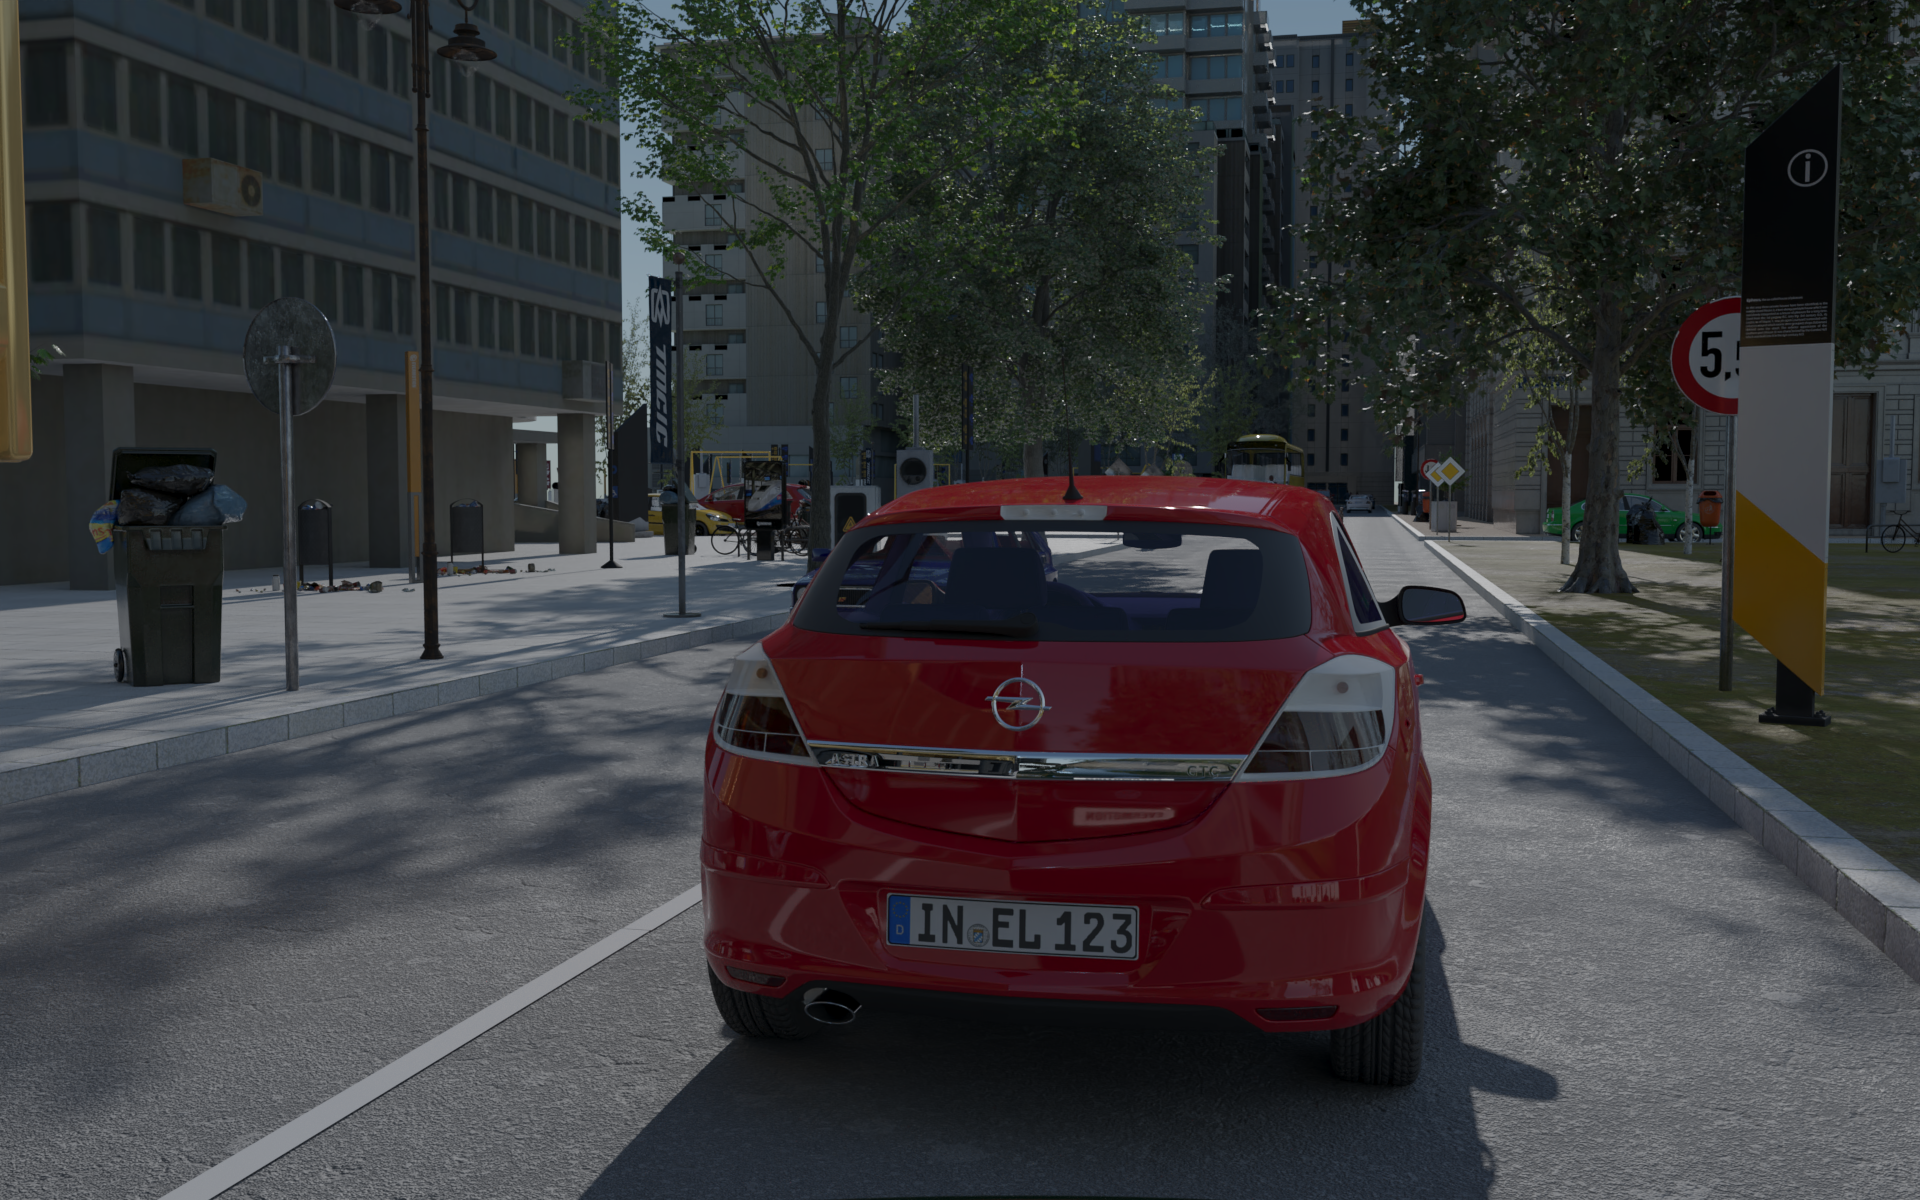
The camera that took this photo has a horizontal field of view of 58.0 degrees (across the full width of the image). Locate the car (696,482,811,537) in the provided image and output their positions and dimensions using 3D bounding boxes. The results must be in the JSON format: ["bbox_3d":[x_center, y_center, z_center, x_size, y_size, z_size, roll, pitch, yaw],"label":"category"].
[{"bbox_3d":[-7.065,-2.910,56.250,5.304,1.827,2.281,1,4,12],"label":"car"}]

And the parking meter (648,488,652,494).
[{"bbox_3d":[-12.242,-3.639,67.914,0.372,1.533,0.369,0,3,0],"label":"parking meter"}]

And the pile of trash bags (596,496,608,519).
[{"bbox_3d":[-17.652,-4.664,86.013,3.447,1.369,1.912,-2,4,-26],"label":"pile of trash bags"}]

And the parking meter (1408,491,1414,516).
[{"bbox_3d":[27.108,-5.809,103.385,0.372,1.533,0.369,0,3,0],"label":"parking meter"}]

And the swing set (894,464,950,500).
[{"bbox_3d":[-2.083,-5.668,90.294,3.119,2.851,2.862,0,4,-1],"label":"swing set"}]

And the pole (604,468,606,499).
[{"bbox_3d":[-27.585,-8.607,134.573,0.158,3.312,0.155,0,3,0],"label":"pole"}]

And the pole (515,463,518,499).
[{"bbox_3d":[-25.663,-6.510,100.276,0.158,3.312,0.155,0,3,0],"label":"pole"}]

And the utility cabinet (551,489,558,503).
[{"bbox_3d":[-17.731,-4.125,76.124,0.318,1.500,1.173,-1,4,-18],"label":"utility cabinet"}]

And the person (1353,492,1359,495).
[{"bbox_3d":[40.497,-10.218,177.034,0.593,1.643,0.415,1,4,13],"label":"person"}]

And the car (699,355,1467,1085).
[{"bbox_3d":[0.609,0.197,5.825,2.155,1.783,4.494,1,4,13],"label":"car"}]

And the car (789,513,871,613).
[{"bbox_3d":[-0.225,-0.171,15.378,1.945,1.354,3.894,1,4,13],"label":"car"}]

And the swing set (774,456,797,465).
[{"bbox_3d":[-8.858,-4.527,71.644,3.119,2.851,2.862,1,4,16],"label":"swing set"}]

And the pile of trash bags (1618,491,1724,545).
[{"bbox_3d":[17.714,-2.121,44.433,3.447,1.369,1.912,2,4,28],"label":"pile of trash bags"}]

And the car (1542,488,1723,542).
[{"bbox_3d":[18.792,-2.426,48.454,4.718,1.807,1.959,1,4,13],"label":"car"}]

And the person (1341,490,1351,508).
[{"bbox_3d":[40.299,-10.503,180.203,1.348,1.826,0.705,-1,4,-15],"label":"person"}]

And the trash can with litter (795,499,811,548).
[{"bbox_3d":[-3.330,-1.810,40.983,1.055,1.170,0.624,-1,4,-18],"label":"trash can with litter"}]

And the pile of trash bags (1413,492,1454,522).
[{"bbox_3d":[21.703,-4.264,79.475,1.912,1.369,3.447,2,4,24],"label":"pile of trash bags"}]

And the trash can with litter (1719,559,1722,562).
[{"bbox_3d":[14.048,-1.182,30.710,1.055,1.170,0.624,3,5,40],"label":"trash can with litter"}]

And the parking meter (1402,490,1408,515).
[{"bbox_3d":[27.677,-6.067,107.609,0.372,1.533,0.369,0,3,0],"label":"parking meter"}]

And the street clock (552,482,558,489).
[{"bbox_3d":[-24.400,-6.121,104.645,0.471,2.002,0.358,-2,4,-26],"label":"street clock"}]

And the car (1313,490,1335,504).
[{"bbox_3d":[30.309,-8.368,145.495,2.281,1.827,5.304,1,4,13],"label":"car"}]

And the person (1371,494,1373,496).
[{"bbox_3d":[40.783,-9.812,172.163,0.421,1.427,0.697,-2,4,-31],"label":"person"}]

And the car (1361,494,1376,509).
[{"bbox_3d":[38.370,-9.300,164.064,2.014,1.417,4.499,1,4,11],"label":"car"}]

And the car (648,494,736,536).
[{"bbox_3d":[-9.013,-2.702,54.400,3.980,1.641,2.015,1,4,15],"label":"car"}]

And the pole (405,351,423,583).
[{"bbox_3d":[-7.841,-1.897,24.867,0.158,3.312,0.155,0,3,0],"label":"pole"}]

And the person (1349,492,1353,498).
[{"bbox_3d":[43.467,-11.160,192.430,0.415,1.643,0.593,-3,4,-37],"label":"person"}]

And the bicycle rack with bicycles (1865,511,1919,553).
[{"bbox_3d":[21.149,-1.460,37.257,2.925,0.926,2.852,-1,4,-20],"label":"bicycle rack with bicycles"}]

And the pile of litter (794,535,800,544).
[{"bbox_3d":[-3.911,-1.893,44.916,1.176,0.858,1.719,1,4,16],"label":"pile of litter"}]

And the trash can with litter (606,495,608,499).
[{"bbox_3d":[-28.439,-7.928,140.677,2.233,1.210,1.678,3,5,43],"label":"trash can with litter"}]

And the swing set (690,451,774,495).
[{"bbox_3d":[-8.490,-4.015,63.269,3.119,2.851,2.862,0,4,-5],"label":"swing set"}]

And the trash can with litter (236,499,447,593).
[{"bbox_3d":[-8.277,-0.722,22.860,2.233,1.210,1.678,1,4,22],"label":"trash can with litter"}]

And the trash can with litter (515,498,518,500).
[{"bbox_3d":[-16.612,-3.209,63.851,1.055,1.170,0.624,-2,4,-30],"label":"trash can with litter"}]

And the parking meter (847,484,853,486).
[{"bbox_3d":[-6.255,-5.657,98.200,0.399,1.863,0.255,-1,4,-14],"label":"parking meter"}]

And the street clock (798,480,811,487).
[{"bbox_3d":[-7.908,-5.059,87.284,0.471,2.002,0.358,1,4,11],"label":"street clock"}]

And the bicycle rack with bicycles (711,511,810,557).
[{"bbox_3d":[-3.776,-1.399,36.260,2.925,0.926,2.852,0,4,2],"label":"bicycle rack with bicycles"}]

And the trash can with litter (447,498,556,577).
[{"bbox_3d":[-7.551,-1.037,28.005,2.233,1.210,1.678,-2,4,-33],"label":"trash can with litter"}]

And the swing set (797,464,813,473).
[{"bbox_3d":[-8.611,-5.681,90.507,3.119,2.851,2.862,0,4,-6],"label":"swing set"}]

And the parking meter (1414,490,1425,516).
[{"bbox_3d":[25.793,-5.407,96.812,0.372,1.533,0.369,0,3,0],"label":"parking meter"}]

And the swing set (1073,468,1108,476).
[{"bbox_3d":[8.227,-6.400,102.265,3.119,2.851,2.862,0,4,5],"label":"swing set"}]

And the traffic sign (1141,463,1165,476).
[{"bbox_3d":[6.239,-3.206,56.063,0.795,2.450,0.064,1,4,13],"label":"traffic sign"}]

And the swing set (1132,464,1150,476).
[{"bbox_3d":[9.794,-5.665,90.236,2.862,2.851,3.119,0,4,7],"label":"swing set"}]

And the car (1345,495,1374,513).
[{"bbox_3d":[30.206,-7.256,130.995,2.083,1.381,4.827,1,4,14],"label":"car"}]

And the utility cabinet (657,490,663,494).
[{"bbox_3d":[-15.888,-5.240,94.351,1.173,1.500,0.318,-2,4,-27],"label":"utility cabinet"}]
